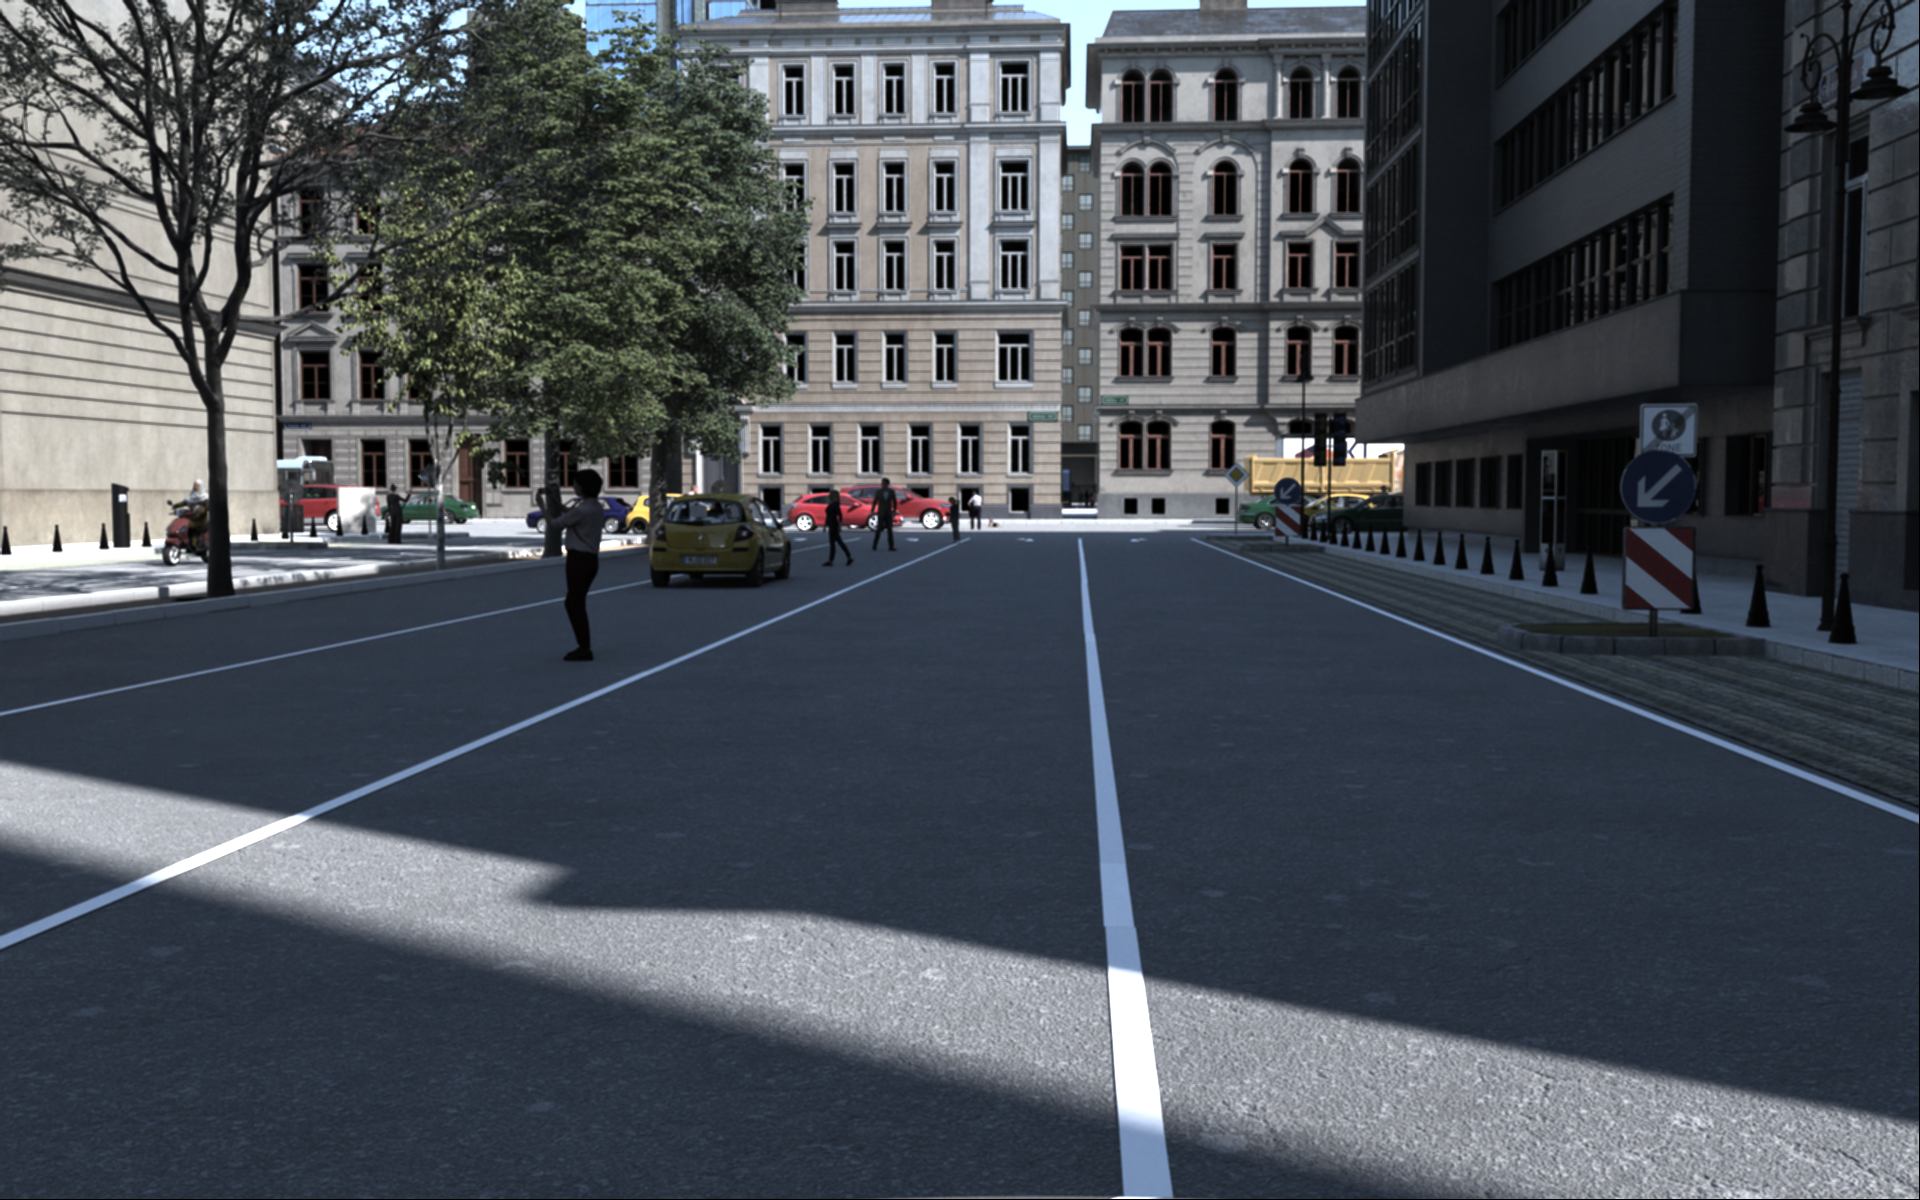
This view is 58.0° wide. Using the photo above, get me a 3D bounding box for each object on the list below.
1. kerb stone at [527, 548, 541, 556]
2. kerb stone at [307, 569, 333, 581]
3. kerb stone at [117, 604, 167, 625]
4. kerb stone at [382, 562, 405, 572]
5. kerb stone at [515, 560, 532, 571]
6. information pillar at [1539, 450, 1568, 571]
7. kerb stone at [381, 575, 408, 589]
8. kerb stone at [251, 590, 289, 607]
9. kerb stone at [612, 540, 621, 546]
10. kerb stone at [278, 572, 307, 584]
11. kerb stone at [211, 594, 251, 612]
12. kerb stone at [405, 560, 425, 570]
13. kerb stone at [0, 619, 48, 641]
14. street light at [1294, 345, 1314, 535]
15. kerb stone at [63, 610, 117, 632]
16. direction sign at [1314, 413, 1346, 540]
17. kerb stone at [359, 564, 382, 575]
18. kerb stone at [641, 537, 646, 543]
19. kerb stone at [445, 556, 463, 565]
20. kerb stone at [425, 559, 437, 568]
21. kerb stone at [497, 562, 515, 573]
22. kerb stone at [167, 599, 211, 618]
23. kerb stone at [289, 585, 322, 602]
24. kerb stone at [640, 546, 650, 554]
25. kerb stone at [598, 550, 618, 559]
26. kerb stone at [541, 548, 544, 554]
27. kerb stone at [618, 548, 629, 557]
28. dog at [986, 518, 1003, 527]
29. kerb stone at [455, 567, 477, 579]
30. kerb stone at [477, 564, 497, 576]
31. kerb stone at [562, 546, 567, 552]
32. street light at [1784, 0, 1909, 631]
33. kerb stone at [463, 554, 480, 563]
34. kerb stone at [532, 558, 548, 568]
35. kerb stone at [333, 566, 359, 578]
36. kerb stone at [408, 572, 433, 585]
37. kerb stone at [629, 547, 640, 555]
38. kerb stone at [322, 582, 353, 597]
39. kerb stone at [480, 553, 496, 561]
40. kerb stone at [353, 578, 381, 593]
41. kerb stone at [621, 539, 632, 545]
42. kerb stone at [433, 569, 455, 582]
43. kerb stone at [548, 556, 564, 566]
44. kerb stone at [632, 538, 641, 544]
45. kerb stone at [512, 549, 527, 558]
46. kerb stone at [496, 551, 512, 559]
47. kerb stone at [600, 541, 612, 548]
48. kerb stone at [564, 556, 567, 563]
[{"bbox_3d":[-9.973,-1.093,40.071,0.120,0.150,1.000,0,4,4],"label":"kerb stone"},{"bbox_3d":[-10.731,-0.403,28.789,0.120,0.150,1.000,0,4,4],"label":"kerb stone"},{"bbox_3d":[-9.243,0.170,19.416,0.120,0.150,1.000,0,4,4],"label":"kerb stone"},{"bbox_3d":[-10.518,-0.591,31.863,0.120,0.150,1.000,0,4,4],"label":"kerb stone"},{"bbox_3d":[-8.354,-0.646,32.763,0.120,0.150,1.000,0,4,4],"label":"kerb stone"},{"bbox_3d":[9.926,-1.498,28.979,0.304,2.012,0.304,-3,4,-39],"label":"information pillar"},{"bbox_3d":[-8.765,-0.268,26.585,0.120,0.150,1.000,0,4,4],"label":"kerb stone"},{"bbox_3d":[-9.033,-0.013,22.488,0.120,0.150,1.000,0,4,4],"label":"kerb stone"},{"bbox_3d":[-9.498,-1.533,47.266,0.120,0.150,1.000,0,4,4],"label":"kerb stone"},{"bbox_3d":[-10.786,-0.341,27.764,0.120,0.150,1.000,0,4,4],"label":"kerb stone"},{"bbox_3d":[-9.116,0.045,21.464,0.120,0.150,1.000,0,4,4],"label":"kerb stone"},{"bbox_3d":[-10.451,-0.653,32.887,0.120,0.150,1.000,0,4,4],"label":"kerb stone"},{"bbox_3d":[-9.374,0.295,17.368,0.120,0.150,1.000,0,4,4],"label":"kerb stone"},{"bbox_3d":[10.700,-4.968,54.013,0.468,5.910,1.993,0,4,4],"label":"street light"},{"bbox_3d":[-9.312,0.239,18.392,0.120,0.150,1.000,0,4,4],"label":"kerb stone"},{"bbox_3d":[10.335,-3.452,48.435,0.876,3.537,0.379,2,4,24],"label":"direction sign"},{"bbox_3d":[-10.594,-0.529,30.838,0.120,0.150,1.000,0,4,4],"label":"kerb stone"},{"bbox_3d":[-9.286,-1.722,50.355,0.120,0.150,1.000,0,4,4],"label":"kerb stone"},{"bbox_3d":[-10.312,-0.780,34.943,0.120,0.150,1.000,0,4,4],"label":"kerb stone"},{"bbox_3d":[-10.379,-0.717,33.911,0.120,0.150,1.000,0,4,4],"label":"kerb stone"},{"bbox_3d":[-8.423,-0.583,31.733,0.120,0.150,1.000,0,4,4],"label":"kerb stone"},{"bbox_3d":[-9.174,0.110,20.440,0.120,0.150,1.000,0,4,4],"label":"kerb stone"},{"bbox_3d":[-8.973,-0.074,23.512,0.120,0.150,1.000,0,4,4],"label":"kerb stone"},{"bbox_3d":[-7.737,-1.212,42.006,0.120,0.150,1.000,0,4,4],"label":"kerb stone"},{"bbox_3d":[-7.944,-1.023,38.917,0.120,0.150,1.000,0,4,4],"label":"kerb stone"},{"bbox_3d":[-9.895,-1.153,41.109,0.120,0.150,1.000,0,4,4],"label":"kerb stone"},{"bbox_3d":[-7.874,-1.076,39.951,0.120,0.150,1.000,0,4,4],"label":"kerb stone"},{"bbox_3d":[1.510,-3.362,75.169,0.748,0.427,0.550,0,4,6],"label":"dog"},{"bbox_3d":[-8.553,-0.457,29.675,0.120,0.150,1.000,0,4,4],"label":"kerb stone"},{"bbox_3d":[-8.488,-0.521,30.709,0.120,0.150,1.000,0,4,4],"label":"kerb stone"},{"bbox_3d":[-9.763,-1.282,43.168,0.120,0.150,1.000,0,4,4],"label":"kerb stone"},{"bbox_3d":[8.150,-2.649,16.093,0.468,5.910,1.993,0,4,4],"label":"street light"},{"bbox_3d":[-10.244,-0.842,35.967,0.120,0.150,1.000,0,4,4],"label":"kerb stone"},{"bbox_3d":[-8.292,-0.709,33.788,0.120,0.150,1.000,0,4,4],"label":"kerb stone"},{"bbox_3d":[-10.657,-0.466,29.814,0.120,0.150,1.000,0,4,4],"label":"kerb stone"},{"bbox_3d":[-8.697,-0.332,27.626,0.120,0.150,1.000,0,4,4],"label":"kerb stone"},{"bbox_3d":[-7.809,-1.146,40.975,0.120,0.150,1.000,0,4,4],"label":"kerb stone"},{"bbox_3d":[-8.910,-0.143,24.536,0.120,0.150,1.000,0,4,4],"label":"kerb stone"},{"bbox_3d":[-10.181,-0.903,36.991,0.120,0.150,1.000,0,4,4],"label":"kerb stone"},{"bbox_3d":[-8.838,-0.206,25.560,0.120,0.150,1.000,0,4,4],"label":"kerb stone"},{"bbox_3d":[-9.416,-1.596,48.289,0.120,0.150,1.000,0,4,4],"label":"kerb stone"},{"bbox_3d":[-8.634,-0.395,28.650,0.120,0.150,1.000,0,4,4],"label":"kerb stone"},{"bbox_3d":[-8.216,-0.772,34.814,0.120,0.150,1.000,0,4,4],"label":"kerb stone"},{"bbox_3d":[-9.349,-1.655,49.331,0.120,0.150,1.000,0,4,4],"label":"kerb stone"},{"bbox_3d":[-10.045,-1.030,39.048,0.120,0.150,1.000,0,4,4],"label":"kerb stone"},{"bbox_3d":[-10.120,-0.968,38.016,0.120,0.150,1.000,0,4,4],"label":"kerb stone"},{"bbox_3d":[-9.562,-1.469,46.241,0.120,0.150,1.000,0,4,4],"label":"kerb stone"},{"bbox_3d":[-8.150,-0.835,35.842,0.120,0.150,1.000,0,4,4],"label":"kerb stone"}]
